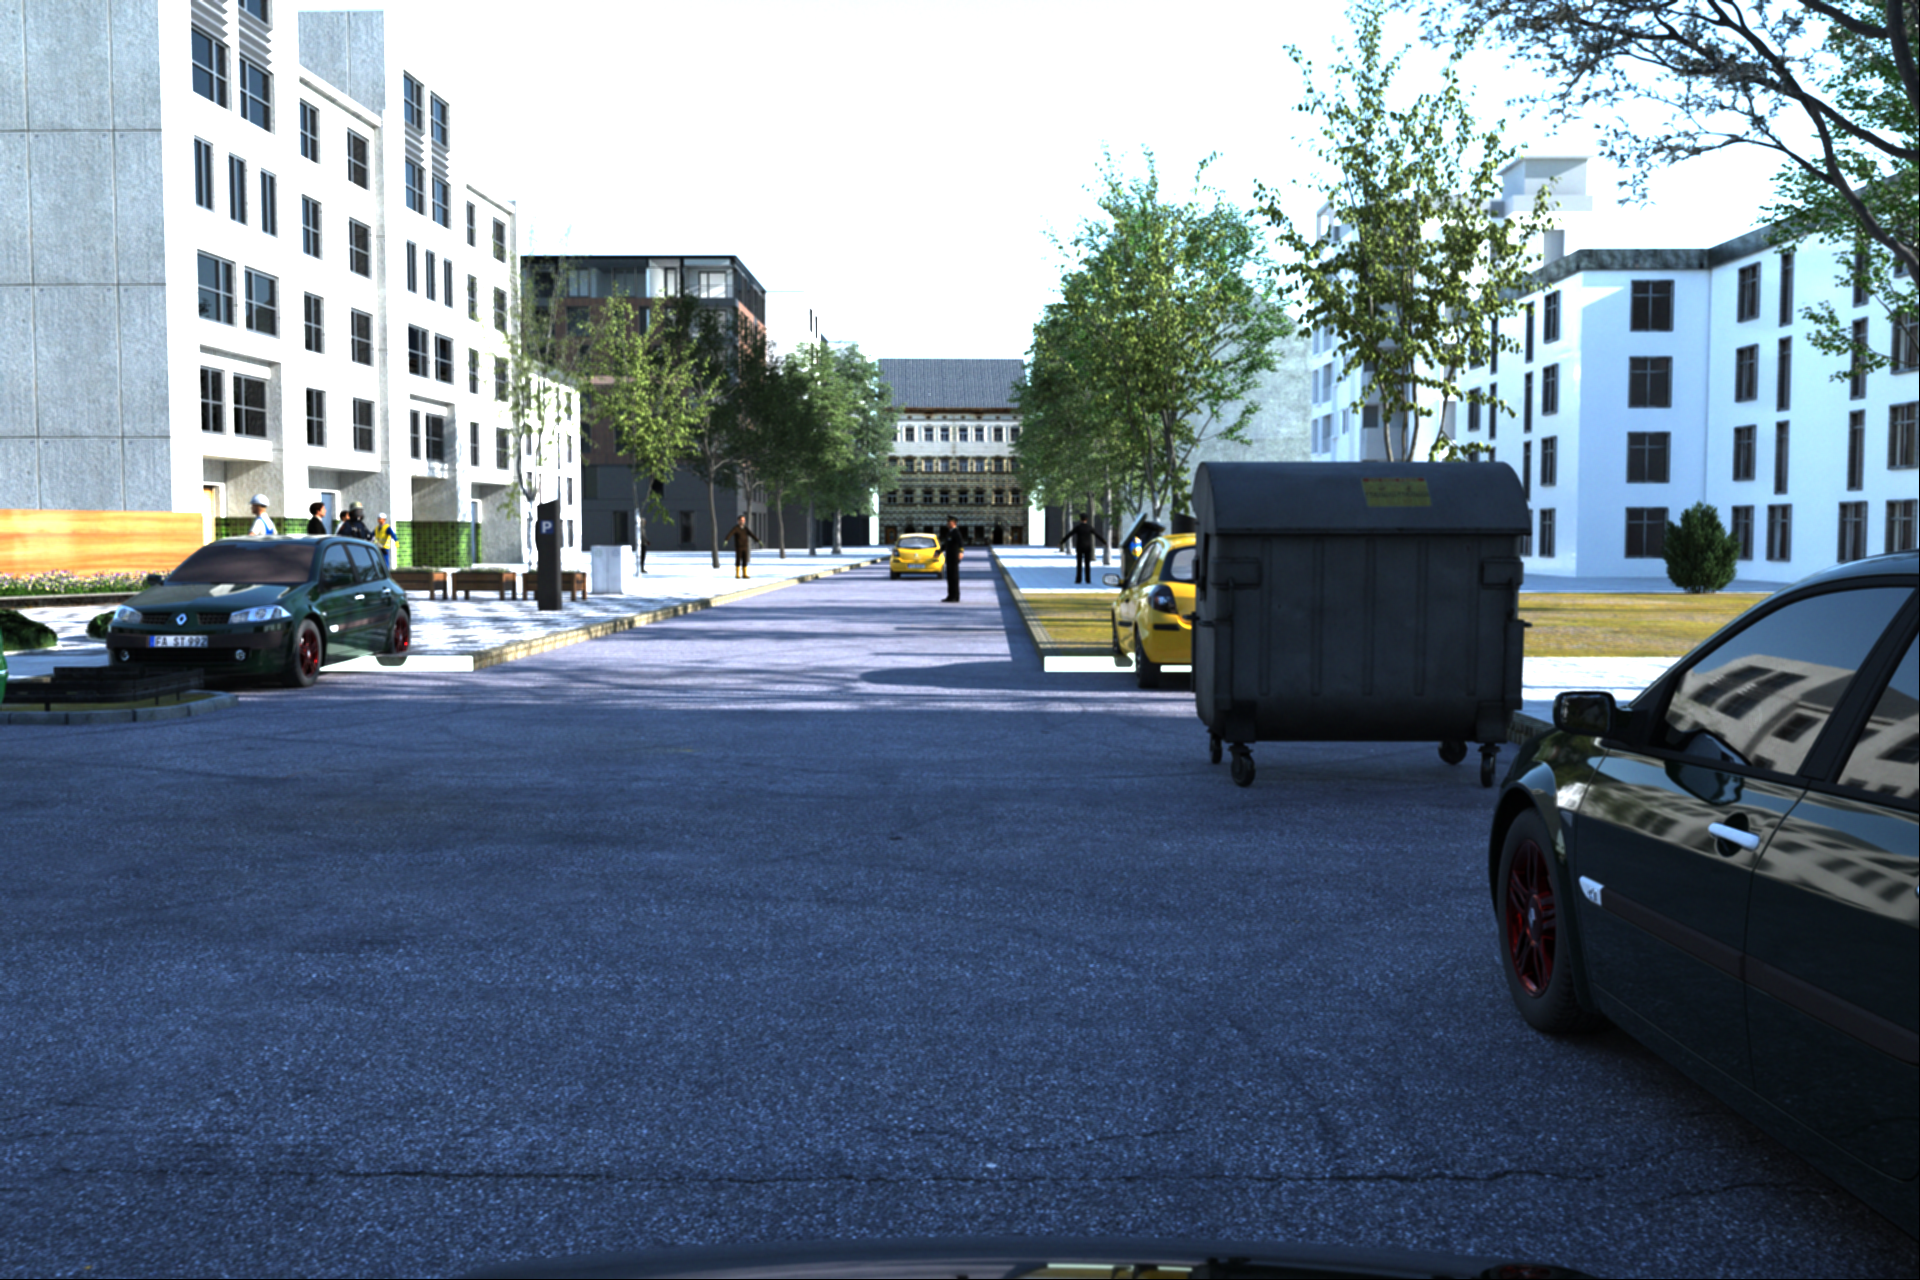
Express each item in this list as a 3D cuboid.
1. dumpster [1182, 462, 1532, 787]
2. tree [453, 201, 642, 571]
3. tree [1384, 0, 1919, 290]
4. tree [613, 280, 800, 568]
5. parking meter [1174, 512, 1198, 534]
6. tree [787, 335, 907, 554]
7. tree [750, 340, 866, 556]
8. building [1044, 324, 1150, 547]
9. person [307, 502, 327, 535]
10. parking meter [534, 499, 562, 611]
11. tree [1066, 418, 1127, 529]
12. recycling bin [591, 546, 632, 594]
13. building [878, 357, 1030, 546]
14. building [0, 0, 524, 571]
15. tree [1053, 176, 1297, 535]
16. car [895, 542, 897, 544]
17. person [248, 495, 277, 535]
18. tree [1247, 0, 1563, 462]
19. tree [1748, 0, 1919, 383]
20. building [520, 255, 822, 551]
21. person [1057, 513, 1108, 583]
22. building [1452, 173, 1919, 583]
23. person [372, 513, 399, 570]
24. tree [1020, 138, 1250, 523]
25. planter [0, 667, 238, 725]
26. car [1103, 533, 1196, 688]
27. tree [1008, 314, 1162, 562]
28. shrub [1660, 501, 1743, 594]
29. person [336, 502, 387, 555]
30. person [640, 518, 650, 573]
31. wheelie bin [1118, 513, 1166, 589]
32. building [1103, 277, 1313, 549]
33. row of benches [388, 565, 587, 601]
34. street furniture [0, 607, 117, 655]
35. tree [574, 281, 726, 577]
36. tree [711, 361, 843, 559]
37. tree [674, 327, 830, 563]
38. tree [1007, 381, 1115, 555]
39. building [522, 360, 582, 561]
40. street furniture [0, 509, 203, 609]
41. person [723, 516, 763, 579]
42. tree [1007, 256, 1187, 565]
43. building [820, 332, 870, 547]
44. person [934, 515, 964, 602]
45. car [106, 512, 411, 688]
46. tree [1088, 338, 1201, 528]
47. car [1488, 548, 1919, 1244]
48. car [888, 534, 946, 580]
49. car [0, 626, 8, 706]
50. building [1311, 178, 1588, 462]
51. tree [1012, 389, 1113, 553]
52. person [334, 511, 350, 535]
[{"bbox_3d":[2.306,-0.126,10.279,1.865,1.857,1.264,0,4,1],"label":"dumpster"},{"bbox_3d":[-9.902,-5.424,39.053,4.360,8.622,3.978,0,3,0],"label":"tree"},{"bbox_3d":[8.027,-6.310,13.535,12.009,13.543,11.850,0,3,0],"label":"tree"},{"bbox_3d":[-9.440,-7.948,64.369,7.601,10.594,8.767,0,4,-2],"label":"tree"},{"bbox_3d":[2.661,-0.714,20.089,0.372,1.533,0.369,0,3,0],"label":"parking meter"},{"bbox_3d":[-8.049,-12.626,113.087,9.857,13.997,8.962,0,3,0],"label":"tree"},{"bbox_3d":[-9.058,-11.219,101.559,7.486,12.596,7.792,0,3,0],"label":"tree"},{"bbox_3d":[22.874,-20.850,184.878,27.936,21.610,32.646,0,4,1],"label":"building"},{"bbox_3d":[-10.464,-1.354,28.327,0.705,1.806,1.347,-2,4,-26],"label":"person"},{"bbox_3d":[-6.889,-1.423,28.972,0.399,1.863,0.255,0,4,0],"label":"parking meter"},{"bbox_3d":[7.077,-8.595,90.892,4.737,8.622,4.395,0,3,0],"label":"tree"},{"bbox_3d":[-7.469,-1.502,37.104,0.722,1.027,0.722,0,4,2],"label":"recycling bin"},{"bbox_3d":[-1.118,-23.332,214.858,18.063,23.208,19.493,0,4,-2],"label":"building"},{"bbox_3d":[-27.733,-11.783,59.107,16.747,18.905,31.486,0,4,2],"label":"building"},{"bbox_3d":[6.279,-7.671,51.181,9.928,11.665,9.643,0,3,0],"label":"tree"},{"bbox_3d":[-2.083,-4.458,84.684,2.131,1.459,4.920,0,4,1],"label":"car"},{"bbox_3d":[-10.073,-1.164,24.892,0.705,1.847,1.347,0,4,3],"label":"person"},{"bbox_3d":[5.969,-4.461,23.292,4.737,8.622,4.395,0,3,0],"label":"tree"},{"bbox_3d":[16.613,-6.249,27.920,9.928,11.665,9.643,0,3,0],"label":"tree"},{"bbox_3d":[-26.775,-18.312,143.378,27.936,21.610,32.646,0,4,0],"label":"building"},{"bbox_3d":[3.207,-2.393,45.056,1.347,1.837,0.705,0,4,-4],"label":"person"},{"bbox_3d":[22.732,-6.665,51.122,9.099,9.664,28.070,0,4,1],"label":"building"},{"bbox_3d":[-15.465,-2.467,46.305,1.349,1.833,0.705,2,4,28],"label":"person"},{"bbox_3d":[3.477,-4.984,31.847,4.737,8.622,4.395,0,3,0],"label":"tree"},{"bbox_3d":[-7.032,0.436,14.004,1.991,0.319,1.994,0,4,0],"label":"planter"},{"bbox_3d":[2.495,-0.446,17.514,2.015,1.641,3.980,0,4,0],"label":"car"},{"bbox_3d":[6.093,-9.495,80.995,9.928,11.665,9.643,0,3,0],"label":"tree"},{"bbox_3d":[16.004,-2.018,37.410,1.690,2.028,1.600,0,3,0],"label":"shrub"},{"bbox_3d":[-10.788,-1.544,31.023,0.705,1.856,1.354,1,4,20],"label":"person"},{"bbox_3d":[-10.462,-3.122,57.174,0.705,1.813,1.348,-1,4,-20],"label":"person"},{"bbox_3d":[2.702,-1.084,25.635,0.693,1.594,0.980,0,4,-1],"label":"wheelie bin"},{"bbox_3d":[22.979,-19.878,155.934,19.493,23.208,18.063,0,4,0],"label":"building"},{"bbox_3d":[-9.324,-1.112,33.651,4.104,0.672,1.422,1,4,9],"label":"row of benches"},{"bbox_3d":[-13.309,-0.298,20.501,10.072,0.657,5.734,0,4,2],"label":"street furniture"},{"bbox_3d":[-9.315,-6.166,51.183,4.737,8.622,4.395,0,3,0],"label":"tree"},{"bbox_3d":[-9.419,-9.436,88.694,7.601,10.594,8.767,1,4,12],"label":"tree"},{"bbox_3d":[-9.208,-8.741,77.324,7.601,10.594,8.767,-2,4,-34],"label":"tree"},{"bbox_3d":[6.480,-11.584,107.525,7.486,12.596,7.792,0,3,0],"label":"tree"},{"bbox_3d":[-25.014,-9.286,93.966,9.099,9.664,28.070,0,4,0],"label":"building"},{"bbox_3d":[-18.032,-1.529,31.856,11.010,1.723,9.812,1,4,22],"label":"street furniture"},{"bbox_3d":[-6.245,-2.659,49.609,1.346,1.812,0.704,-3,5,-41],"label":"person"},{"bbox_3d":[5.649,-9.318,70.480,7.486,12.596,7.792,0,3,0],"label":"tree"},{"bbox_3d":[-24.498,-20.614,181.010,27.936,21.610,32.646,0,4,1],"label":"building"},{"bbox_3d":[-0.184,-1.721,36.526,0.705,1.837,1.347,-2,4,-23],"label":"person"},{"bbox_3d":[-6.905,-0.465,17.391,2.009,1.686,4.222,0,4,1],"label":"car"},{"bbox_3d":[6.368,-6.788,61.340,4.737,8.622,4.395,0,3,0],"label":"tree"},{"bbox_3d":[2.474,0.368,3.770,2.009,1.686,4.222,0,4,1],"label":"car"},{"bbox_3d":[-1.336,-2.779,55.660,2.015,1.641,3.980,0,4,0],"label":"car"},{"bbox_3d":[-6.747,0.010,8.633,1.959,1.807,4.718,0,4,1],"label":"car"},{"bbox_3d":[25.393,-14.819,98.714,16.016,20.090,11.380,0,4,1],"label":"building"},{"bbox_3d":[7.214,-11.864,119.726,9.928,11.665,9.643,0,3,0],"label":"tree"},{"bbox_3d":[-13.851,-2.014,39.121,0.705,1.806,1.347,0,4,5],"label":"person"}]
